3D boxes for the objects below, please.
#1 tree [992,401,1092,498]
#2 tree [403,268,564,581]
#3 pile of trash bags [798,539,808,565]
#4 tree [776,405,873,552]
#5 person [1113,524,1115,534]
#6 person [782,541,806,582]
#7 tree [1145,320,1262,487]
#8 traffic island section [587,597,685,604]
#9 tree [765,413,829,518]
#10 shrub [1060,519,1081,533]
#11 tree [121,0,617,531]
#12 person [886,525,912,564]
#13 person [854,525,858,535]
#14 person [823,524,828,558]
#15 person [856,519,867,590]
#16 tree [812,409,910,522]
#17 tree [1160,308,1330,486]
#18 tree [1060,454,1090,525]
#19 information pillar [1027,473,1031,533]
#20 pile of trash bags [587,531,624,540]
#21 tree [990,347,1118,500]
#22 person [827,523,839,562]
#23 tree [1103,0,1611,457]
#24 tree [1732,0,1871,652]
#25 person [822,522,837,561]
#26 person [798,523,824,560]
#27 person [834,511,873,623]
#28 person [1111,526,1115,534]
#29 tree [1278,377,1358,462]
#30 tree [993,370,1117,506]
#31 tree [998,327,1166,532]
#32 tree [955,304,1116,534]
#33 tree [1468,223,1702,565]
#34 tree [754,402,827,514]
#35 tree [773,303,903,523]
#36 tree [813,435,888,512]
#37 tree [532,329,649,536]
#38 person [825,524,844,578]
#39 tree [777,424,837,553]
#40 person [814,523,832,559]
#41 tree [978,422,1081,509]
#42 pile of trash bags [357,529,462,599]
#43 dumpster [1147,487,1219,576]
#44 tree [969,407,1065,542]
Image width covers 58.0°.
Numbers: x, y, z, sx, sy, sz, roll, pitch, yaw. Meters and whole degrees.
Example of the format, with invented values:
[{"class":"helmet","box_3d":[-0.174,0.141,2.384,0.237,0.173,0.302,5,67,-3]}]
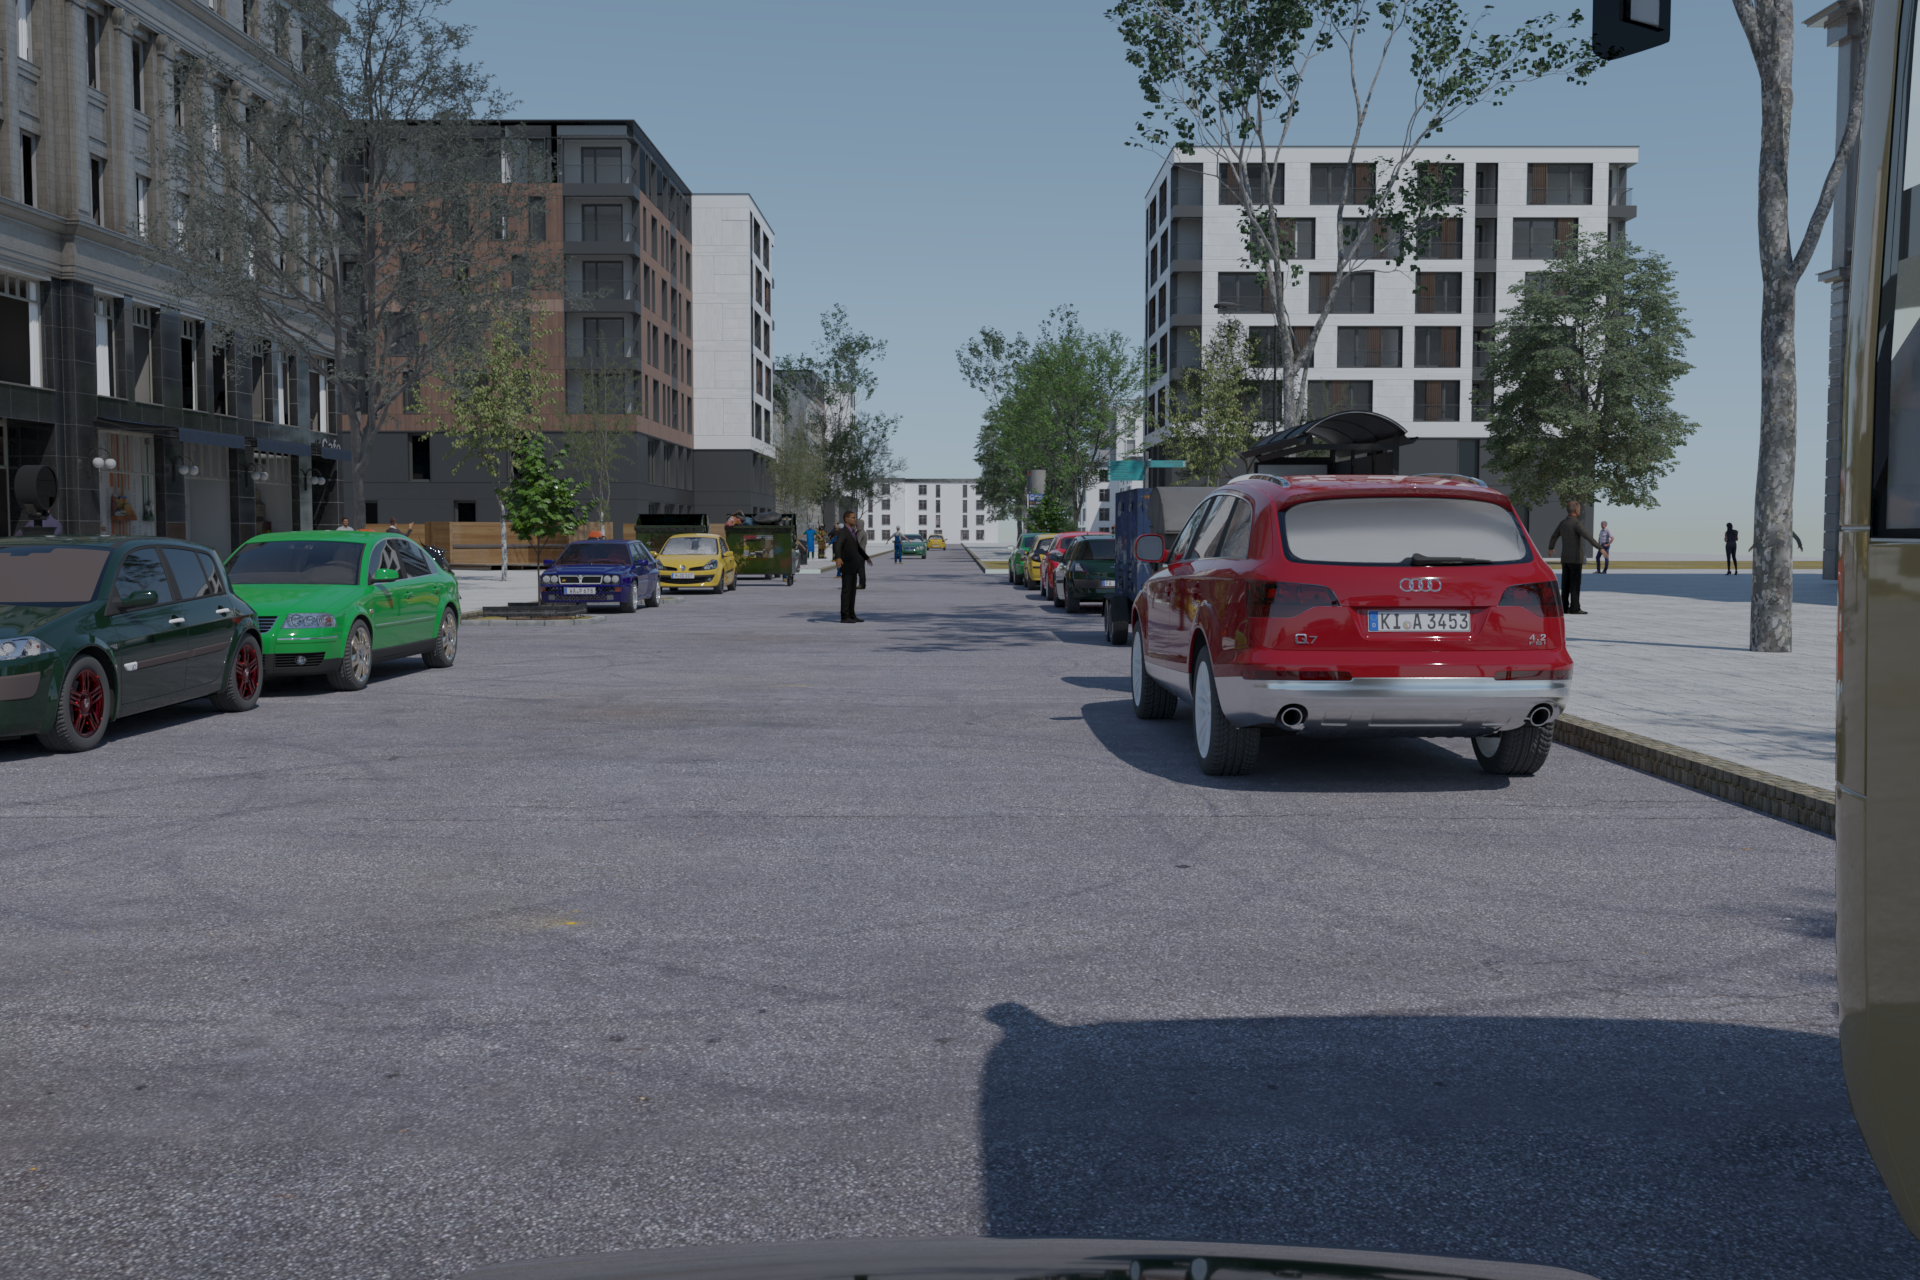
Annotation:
[{"class":"tree","box_3d":[5.692,-11.826,119.106,9.928,11.665,9.643,0,3,0]},{"class":"tree","box_3d":[-12.528,-5.894,46.723,4.737,8.622,4.395,0,3,0]},{"class":"pile of trash bags","box_3d":[-7.255,-3.785,71.642,1.912,1.369,3.447,0,4,0]},{"class":"tree","box_3d":[-10.168,-11.736,126.288,8.767,10.594,7.601,2,4,28]},{"class":"person","box_3d":[7.628,-4.818,85.039,0.705,1.796,1.348,-1,4,-9]},{"class":"person","box_3d":[-5.173,-2.684,52.203,0.705,1.847,1.347,3,4,38]},{"class":"tree","box_3d":[8.657,-6.714,60.142,4.737,8.622,4.395,0,3,0]},{"class":"traffic island section","box_3d":[-6.831,-0.823,36.326,1.991,0.108,1.994,0,3,0]},{"class":"tree","box_3d":[-10.061,-9.408,104.181,4.360,8.622,3.978,0,3,0]},{"class":"shrub","box_3d":[4.523,-4.230,73.581,1.690,2.028,1.600,0,3,0]},{"class":"tree","box_3d":[-12.491,-7.680,35.945,12.009,13.543,11.850,0,3,0]},{"class":"person","box_3d":[-2.944,-4.553,82.757,1.347,1.847,0.705,1,4,20]},{"class":"person","box_3d":[-5.820,-5.541,96.784,1.347,1.806,0.705,1,4,9]},{"class":"person","box_3d":[-7.200,-5.195,91.076,1.345,1.843,0.704,2,4,31]},{"class":"person","box_3d":[-2.599,-2.221,44.895,0.705,1.813,1.348,1,4,9]},{"class":"tree","box_3d":[-9.940,-15.816,168.956,12.009,13.543,11.850,0,3,0]},{"class":"tree","box_3d":[11.736,-8.388,71.558,7.601,10.594,8.767,1,4,10]},{"class":"tree","box_3d":[18.047,-21.642,260.500,9.857,13.997,8.962,0,3,0]},{"class":"information pillar","box_3d":[3.184,-5.162,73.780,0.750,3.857,0.750,0,4,-1]},{"class":"pile of trash bags","box_3d":[-10.608,-2.580,51.941,1.912,1.369,3.447,0,4,-1]},{"class":"tree","box_3d":[5.194,-10.393,95.675,9.928,11.665,9.643,0,3,0]},{"class":"person","box_3d":[-5.686,-4.510,79.878,0.704,1.812,1.346,-3,4,-36]},{"class":"tree","box_3d":[9.419,-11.499,43.896,12.611,20.169,13.585,0,3,0]},{"class":"tree","box_3d":[7.459,-9.907,17.864,12.611,20.169,13.585,0,3,0]},{"class":"person","box_3d":[-5.899,-4.685,82.371,1.354,1.856,0.705,-1,4,-18]},{"class":"person","box_3d":[-7.545,-4.966,87.323,1.347,1.817,0.704,0,4,-1]},{"class":"person","box_3d":[-1.763,-1.178,27.942,0.704,1.802,1.346,1,4,20]},{"class":"person","box_3d":[8.811,-5.747,100.762,0.721,1.733,1.217,2,4,31]},{"class":"tree","box_3d":[17.177,-7.956,80.445,4.360,8.622,3.978,0,3,0]},{"class":"tree","box_3d":[5.837,-11.079,106.891,9.928,11.665,9.643,0,3,0]},{"class":"tree","box_3d":[5.899,-9.768,85.460,9.928,11.665,9.643,0,3,0]},{"class":"tree","box_3d":[6.753,-17.453,141.250,12.611,20.169,13.585,0,3,0]},{"class":"tree","box_3d":[26.129,-10.143,72.501,9.857,13.997,8.962,0,3,0]},{"class":"tree","box_3d":[-9.962,-9.010,97.679,4.360,8.622,3.978,0,3,0]},{"class":"tree","box_3d":[-11.099,-17.665,144.706,12.611,20.169,13.585,0,3,0]},{"class":"tree","box_3d":[-10.333,-13.656,157.687,8.767,10.594,7.601,2,4,30]},{"class":"tree","box_3d":[-12.530,-6.808,61.676,4.360,8.622,3.978,0,3,0]},{"class":"person","box_3d":[-3.928,-2.889,56.154,0.721,1.772,1.216,3,5,39]},{"class":"tree","box_3d":[-10.009,-10.097,115.448,4.360,8.622,3.978,0,3,0]},{"class":"person","box_3d":[-7.135,-5.106,89.243,0.705,1.858,1.354,3,5,42]},{"class":"tree","box_3d":[5.382,-11.956,129.894,8.767,10.594,7.601,0,4,7]},{"class":"pile of trash bags","box_3d":[-10.624,-1.389,32.465,1.912,1.369,3.447,0,4,-1]},{"class":"dumpster","box_3d":[2.640,-0.461,15.754,1.865,1.857,1.264,0,4,-2]},{"class":"tree","box_3d":[5.390,-15.342,157.491,9.857,13.997,8.962,0,3,0]}]
